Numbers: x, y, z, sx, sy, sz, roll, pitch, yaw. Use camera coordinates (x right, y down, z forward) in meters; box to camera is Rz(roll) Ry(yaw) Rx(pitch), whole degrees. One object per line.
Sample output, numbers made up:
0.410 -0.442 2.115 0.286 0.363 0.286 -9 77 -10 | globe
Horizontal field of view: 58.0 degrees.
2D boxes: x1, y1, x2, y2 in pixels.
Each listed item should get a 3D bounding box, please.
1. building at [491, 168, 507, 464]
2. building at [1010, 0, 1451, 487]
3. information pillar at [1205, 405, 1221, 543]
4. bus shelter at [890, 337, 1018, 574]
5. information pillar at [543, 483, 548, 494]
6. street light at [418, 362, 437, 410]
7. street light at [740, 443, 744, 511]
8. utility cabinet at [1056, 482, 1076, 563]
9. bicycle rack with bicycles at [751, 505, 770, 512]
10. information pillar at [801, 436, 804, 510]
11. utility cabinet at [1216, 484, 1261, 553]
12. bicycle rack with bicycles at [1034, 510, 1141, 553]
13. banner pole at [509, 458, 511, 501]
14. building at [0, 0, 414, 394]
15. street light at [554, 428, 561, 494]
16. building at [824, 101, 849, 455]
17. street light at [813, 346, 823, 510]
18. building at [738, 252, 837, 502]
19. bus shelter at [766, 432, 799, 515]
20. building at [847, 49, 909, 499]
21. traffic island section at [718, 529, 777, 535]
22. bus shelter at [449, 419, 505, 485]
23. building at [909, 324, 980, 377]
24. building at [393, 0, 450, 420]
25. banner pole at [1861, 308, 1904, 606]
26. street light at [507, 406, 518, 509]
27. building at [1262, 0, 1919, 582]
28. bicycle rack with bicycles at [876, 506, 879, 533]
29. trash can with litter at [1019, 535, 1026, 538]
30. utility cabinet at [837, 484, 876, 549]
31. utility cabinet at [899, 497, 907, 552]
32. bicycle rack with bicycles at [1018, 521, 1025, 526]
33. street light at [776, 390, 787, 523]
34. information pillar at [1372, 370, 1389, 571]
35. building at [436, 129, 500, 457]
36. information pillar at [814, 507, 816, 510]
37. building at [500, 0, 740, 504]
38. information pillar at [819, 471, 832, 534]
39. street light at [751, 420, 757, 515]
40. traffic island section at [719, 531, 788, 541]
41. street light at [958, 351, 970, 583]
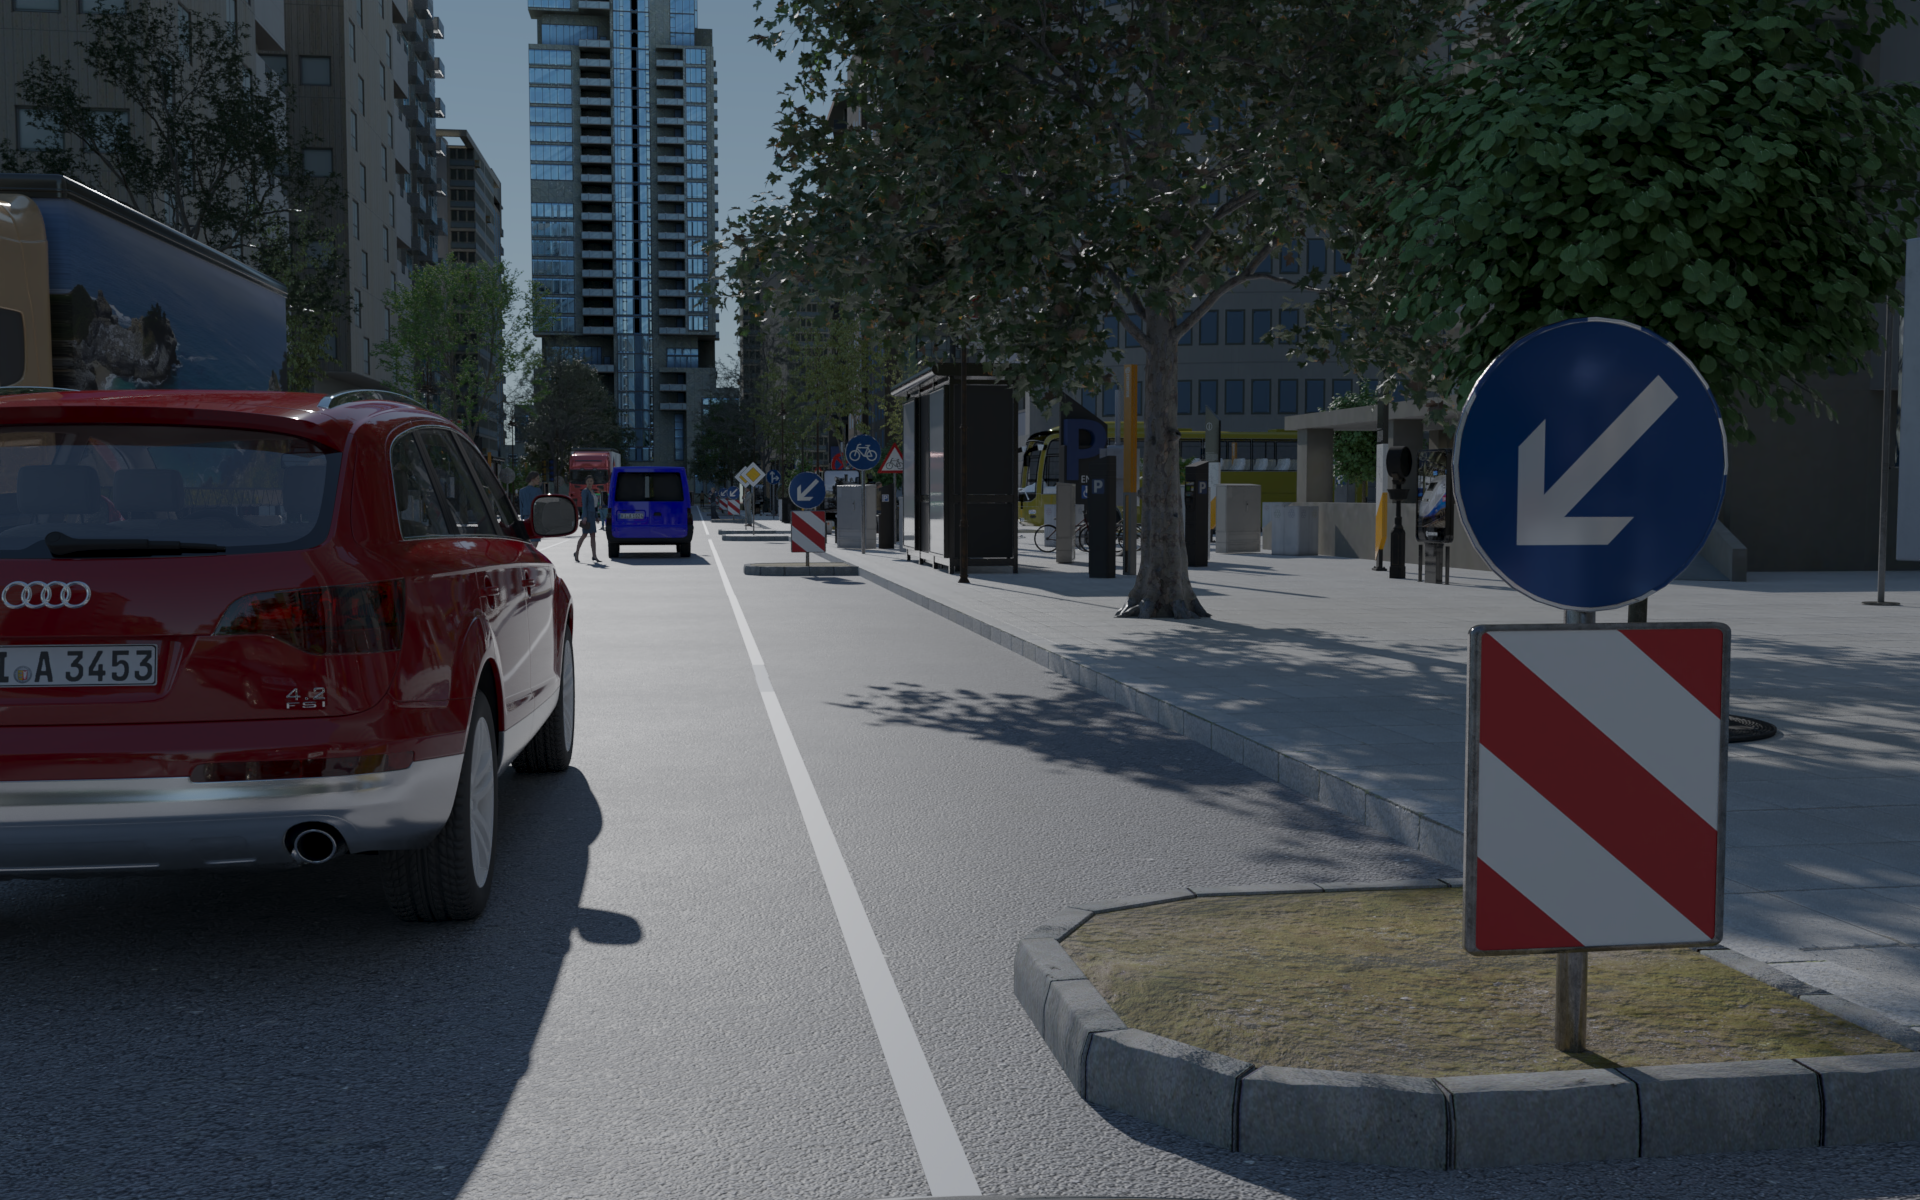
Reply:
-68.517 -35.506 230.641 14.200 45.320 14.600 -1 4 -9 | building
16.319 -33.139 83.825 28.212 58.520 21.231 -1 4 -9 | building
6.644 -3.319 45.617 0.183 3.616 0.504 -3 5 -40 | information pillar
-0.028 -3.321 31.923 2.179 5.291 8.768 -1 4 -9 | bus shelter
-27.118 -6.666 113.474 0.304 2.012 0.304 -2 4 -34 | information pillar
-18.610 -5.375 60.669 0.468 5.910 1.993 -1 4 -9 | street light
-16.919 -9.927 135.091 0.468 5.910 1.993 -1 4 -9 | street light
1.999 -1.456 32.492 0.318 1.500 1.173 0 4 7 | utility cabinet
-14.303 -6.936 126.787 2.852 0.926 2.925 2 4 27 | bicycle rack with bicycles
-6.135 -4.664 67.608 0.183 3.616 0.504 0 4 -4 | information pillar
6.023 -1.757 37.403 1.173 1.500 0.318 -3 5 -42 | utility cabinet
3.376 -1.531 38.410 2.925 0.926 2.852 1 4 21 | bicycle rack with bicycles
-30.721 -7.876 118.782 0.401 3.779 0.863 1 4 11 | banner pole
-51.879 -32.098 114.044 28.713 52.752 27.495 -1 4 -9 | building
-27.494 -8.902 118.340 0.468 5.910 1.993 -1 4 -9 | street light
-3.345 -32.687 189.058 22.147 44.769 28.867 -1 4 -9 | building
-4.405 -4.942 53.591 0.468 5.910 1.993 -1 4 -9 | street light
-19.555 -33.979 247.438 23.993 40.220 32.217 -1 4 -9 | building
-11.068 -8.045 109.174 2.179 5.291 8.768 -1 4 -9 | bus shelter
-3.273 -31.601 166.783 14.600 45.320 14.200 -1 4 -9 | building
-7.632 -2.425 61.922 2.009 0.180 2.903 -1 4 -9 | traffic island section
-26.655 -7.209 95.504 2.179 5.291 8.768 -1 4 -9 | bus shelter
2.861 -27.361 130.947 14.154 41.232 14.086 -1 4 -9 | building
-55.795 -32.197 146.026 23.786 49.044 30.456 -1 4 -9 | building
10.873 -1.837 20.045 0.863 3.779 0.401 -2 4 -26 | banner pole
-23.067 -7.130 89.368 0.468 5.910 1.993 -1 4 -9 | street light
23.990 -20.959 34.554 32.217 40.220 23.993 -1 4 -9 | building
-1.726 -2.493 54.136 2.852 0.926 2.925 -1 4 -18 | bicycle rack with bicycles
1.185 -2.477 51.563 1.678 1.210 2.233 -2 4 -26 | trash can with litter
-2.406 -1.922 40.107 0.318 1.500 1.173 -3 4 -38 | utility cabinet
-0.926 -1.683 38.676 0.306 1.237 1.020 3 4 38 | utility cabinet
3.134 -3.454 69.861 2.925 0.926 2.852 1 4 15 | bicycle rack with bicycles
-7.924 -6.400 77.433 0.468 5.910 1.993 -1 4 -9 | street light
7.018 -2.290 28.797 0.183 3.616 0.504 0 4 1 | information pillar
-60.405 -29.752 178.330 23.993 40.220 32.217 -1 4 -9 | building
-5.332 -3.716 65.246 0.304 2.012 0.304 -1 4 -11 | information pillar
-46.316 -56.537 237.043 31.000 86.520 22.319 -1 4 -9 | building
-4.288 -3.099 55.154 0.304 2.012 0.304 3 5 44 | information pillar
-12.637 -8.176 106.463 0.468 5.910 1.993 -1 4 -9 | street light
-6.414 -1.942 54.030 2.009 0.180 2.903 -1 4 -9 | traffic island section
0.056 -3.184 24.841 0.468 5.910 1.993 -1 4 -9 | street light
